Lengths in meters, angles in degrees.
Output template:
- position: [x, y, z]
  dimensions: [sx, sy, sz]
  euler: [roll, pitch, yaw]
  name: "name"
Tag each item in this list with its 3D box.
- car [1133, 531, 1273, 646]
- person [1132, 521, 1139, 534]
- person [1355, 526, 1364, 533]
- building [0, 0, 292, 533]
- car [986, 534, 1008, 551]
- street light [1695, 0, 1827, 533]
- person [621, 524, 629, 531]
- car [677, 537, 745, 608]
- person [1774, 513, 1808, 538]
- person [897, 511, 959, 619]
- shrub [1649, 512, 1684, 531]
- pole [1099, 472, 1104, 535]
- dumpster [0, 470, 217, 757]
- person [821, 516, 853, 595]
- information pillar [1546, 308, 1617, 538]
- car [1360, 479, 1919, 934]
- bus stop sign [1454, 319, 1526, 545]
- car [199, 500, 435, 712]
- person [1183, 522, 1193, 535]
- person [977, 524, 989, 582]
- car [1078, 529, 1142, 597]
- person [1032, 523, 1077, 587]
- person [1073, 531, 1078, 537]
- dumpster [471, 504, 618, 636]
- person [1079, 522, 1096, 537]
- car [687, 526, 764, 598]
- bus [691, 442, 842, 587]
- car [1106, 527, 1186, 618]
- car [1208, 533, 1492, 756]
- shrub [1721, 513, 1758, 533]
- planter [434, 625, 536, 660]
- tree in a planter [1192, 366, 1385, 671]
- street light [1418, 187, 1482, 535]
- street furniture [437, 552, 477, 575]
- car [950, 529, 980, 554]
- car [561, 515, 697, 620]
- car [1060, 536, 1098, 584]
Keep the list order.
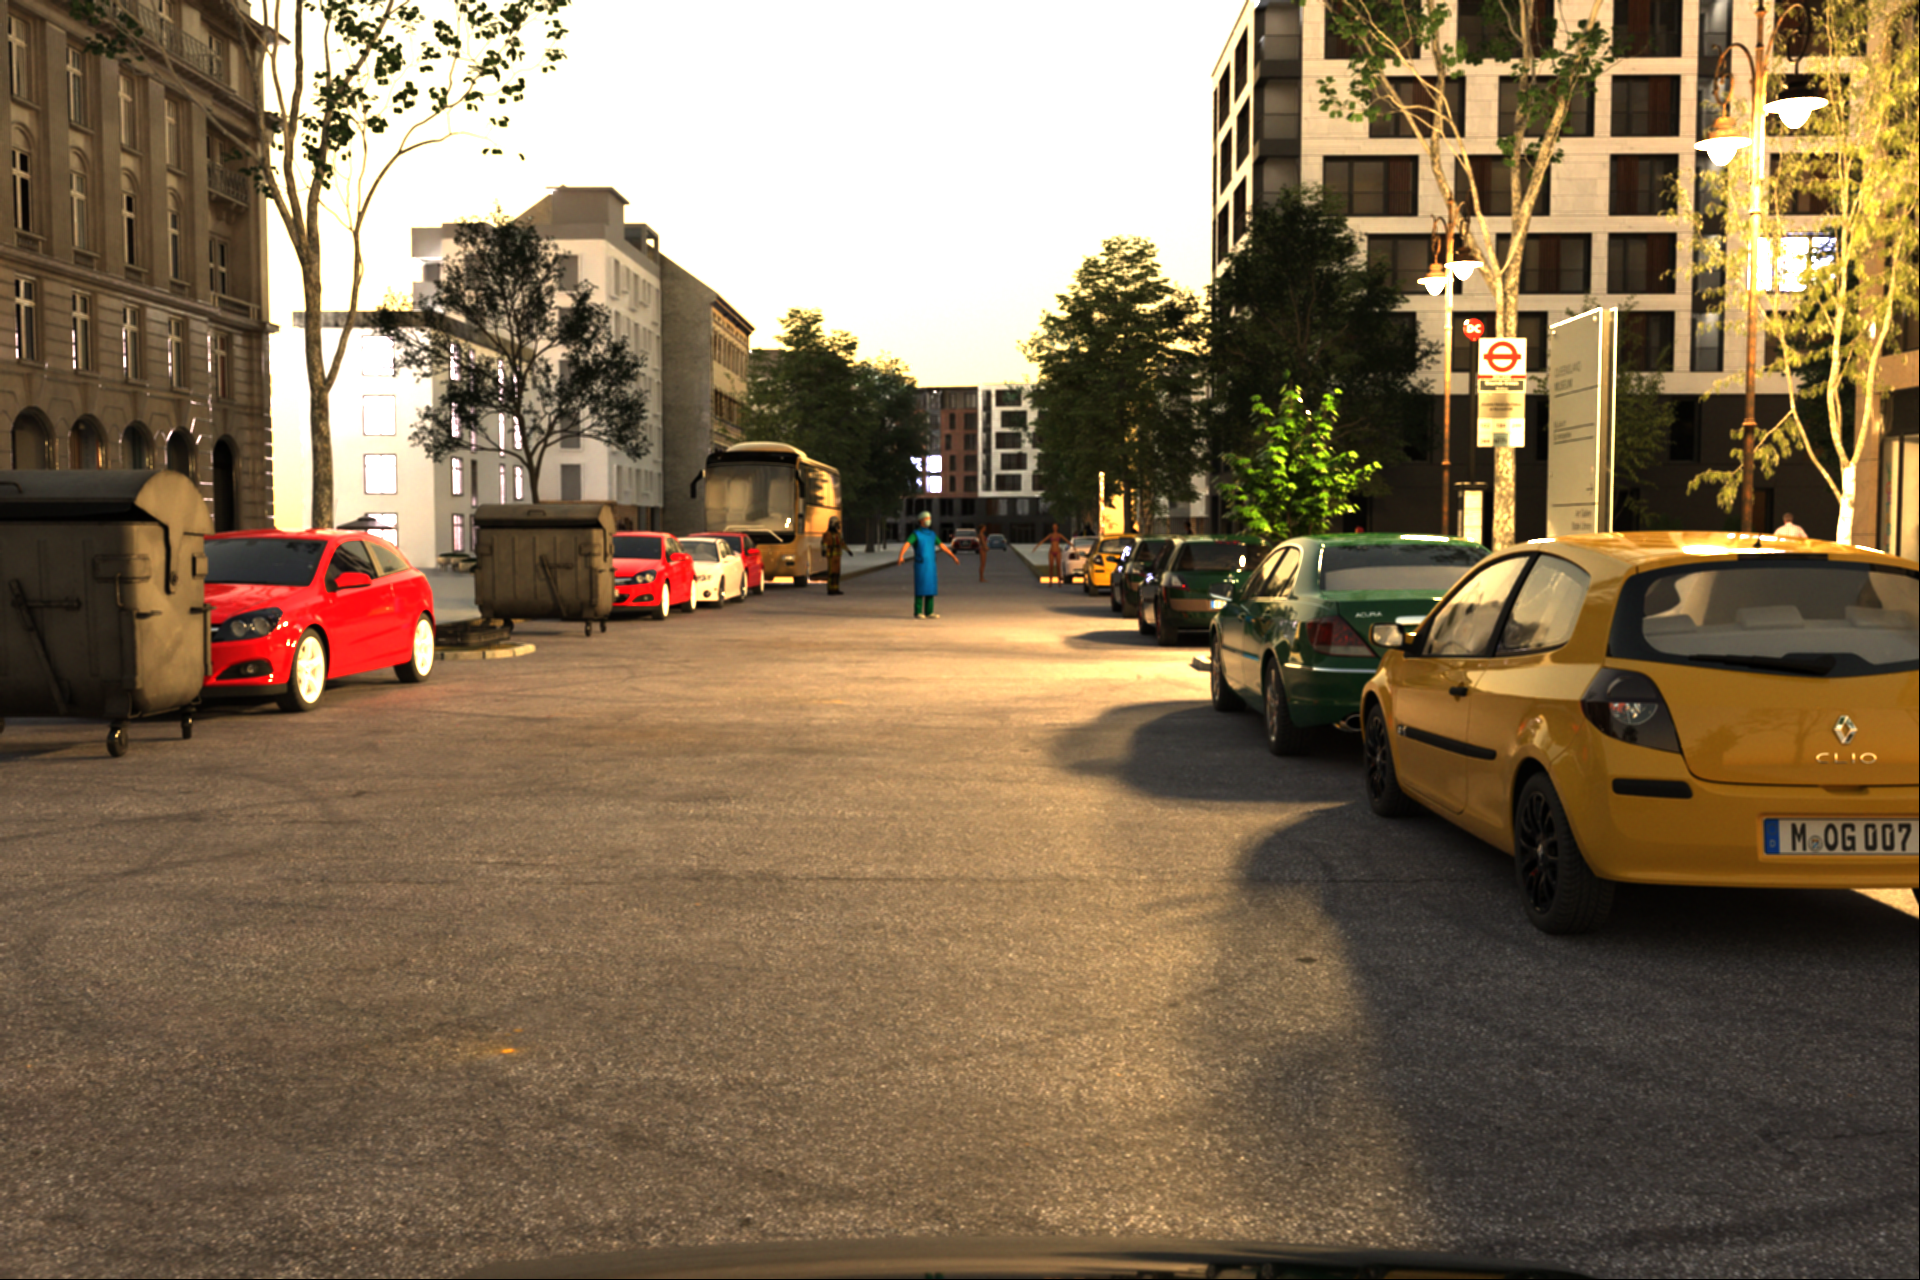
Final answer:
- position: [3.397, -0.838, 23.486]
  dimensions: [2.009, 1.686, 4.222]
  euler: [0, 4, 1]
  name: "car"
- position: [7.413, -4.208, 74.728]
  dimensions: [1.347, 1.837, 0.705]
  euler: [2, 4, 31]
  name: "person"
- position: [7.845, -1.536, 34.326]
  dimensions: [0.599, 1.438, 0.989]
  euler: [-1, 4, -13]
  name: "person"
- position: [-28.014, -12.417, 43.678]
  dimensions: [13.314, 22.015, 24.055]
  euler: [0, 4, 1]
  name: "building"
- position: [3.049, -8.215, 146.314]
  dimensions: [2.014, 1.417, 4.499]
  euler: [0, 4, 1]
  name: "car"
- position: [6.893, -2.587, 15.081]
  dimensions: [0.468, 5.910, 1.993]
  euler: [0, 4, 1]
  name: "street light"
- position: [-17.354, -5.099, 89.499]
  dimensions: [1.348, 1.813, 0.705]
  euler: [1, 4, 15]
  name: "person"
- position: [-5.469, -1.378, 34.885]
  dimensions: [2.083, 1.381, 4.827]
  euler: [0, 4, 1]
  name: "car"
- position: [17.114, -1.758, 35.733]
  dimensions: [0.756, 1.711, 0.436]
  euler: [2, 4, 31]
  name: "person"
- position: [-0.579, -1.272, 29.373]
  dimensions: [1.347, 1.817, 0.704]
  euler: [-3, 5, -42]
  name: "person"
- position: [23.084, -3.195, 56.665]
  dimensions: [1.690, 2.028, 1.600]
  euler: [0, 3, 0]
  name: "shrub"
- position: [4.652, -3.856, 56.894]
  dimensions: [0.158, 3.312, 0.155]
  euler: [0, 3, 0]
  name: "pole"
- position: [-6.115, -0.205, 11.575]
  dimensions: [1.865, 1.857, 1.264]
  euler: [0, 4, 1]
  name: "dumpster"
- position: [-2.946, -1.992, 40.793]
  dimensions: [0.705, 1.858, 1.354]
  euler: [2, 4, 26]
  name: "person"
- position: [6.756, -1.688, 18.915]
  dimensions: [0.184, 3.620, 1.656]
  euler: [0, 4, 1]
  name: "information pillar"
- position: [2.934, 0.160, 7.615]
  dimensions: [2.015, 1.641, 3.980]
  euler: [0, 4, 1]
  name: "car"
- position: [6.591, -2.012, 21.591]
  dimensions: [0.855, 3.939, 0.416]
  euler: [0, 4, 1]
  name: "bus stop sign"
- position: [-6.089, -0.382, 15.291]
  dimensions: [2.155, 1.783, 4.494]
  euler: [0, 4, 1]
  name: "car"
- position: [10.189, -4.387, 77.867]
  dimensions: [0.704, 1.843, 1.345]
  euler: [-1, 4, -23]
  name: "person"
- position: [0.762, -2.624, 52.166]
  dimensions: [0.721, 1.733, 1.217]
  euler: [0, 4, -4]
  name: "person"
- position: [3.833, -1.890, 41.124]
  dimensions: [2.015, 1.641, 3.980]
  euler: [0, 4, 1]
  name: "car"
- position: [2.564, -2.300, 46.863]
  dimensions: [1.217, 1.733, 0.721]
  euler: [1, 4, 10]
  name: "person"
- position: [5.960, -4.821, 88.083]
  dimensions: [0.599, 1.433, 0.991]
  euler: [-1, 4, -17]
  name: "person"
- position: [-5.902, -1.007, 24.680]
  dimensions: [1.865, 1.857, 1.264]
  euler: [0, 4, 1]
  name: "dumpster"
- position: [5.948, -4.557, 80.281]
  dimensions: [1.354, 1.856, 0.705]
  euler: [3, 5, 42]
  name: "person"
- position: [-5.586, -1.866, 39.553]
  dimensions: [2.155, 1.783, 4.494]
  euler: [0, 4, 1]
  name: "car"
- position: [-5.223, -3.566, 49.847]
  dimensions: [2.896, 3.916, 12.252]
  euler: [0, 4, 1]
  name: "bus"
- position: [3.638, -1.287, 30.825]
  dimensions: [2.009, 1.686, 4.222]
  euler: [0, 4, 1]
  name: "car"
- position: [2.946, -0.049, 12.598]
  dimensions: [2.131, 1.459, 4.920]
  euler: [0, 4, 1]
  name: "car"
- position: [27.585, -3.504, 61.711]
  dimensions: [1.690, 2.028, 1.600]
  euler: [0, 3, 0]
  name: "shrub"
- position: [-6.188, 0.028, 20.687]
  dimensions: [1.991, 0.319, 1.994]
  euler: [0, 4, 1]
  name: "planter"
- position: [3.539, -1.303, 18.520]
  dimensions: [1.991, 3.239, 1.994]
  euler: [0, 4, 1]
  name: "tree in a planter"
- position: [6.618, -3.104, 23.540]
  dimensions: [0.468, 5.910, 1.993]
  euler: [0, 4, 1]
  name: "street light"
- position: [-13.712, -2.533, 57.044]
  dimensions: [5.734, 0.657, 10.072]
  euler: [-2, 4, -31]
  name: "street furniture"
- position: [0.427, -7.196, 126.319]
  dimensions: [2.281, 1.827, 5.304]
  euler: [0, 4, 1]
  name: "car"
- position: [-5.754, -1.290, 30.130]
  dimensions: [2.155, 1.783, 4.494]
  euler: [0, 4, 1]
  name: "car"
- position: [3.914, -2.384, 51.342]
  dimensions: [2.083, 1.381, 4.827]
  euler: [0, 4, 0]
  name: "car"
